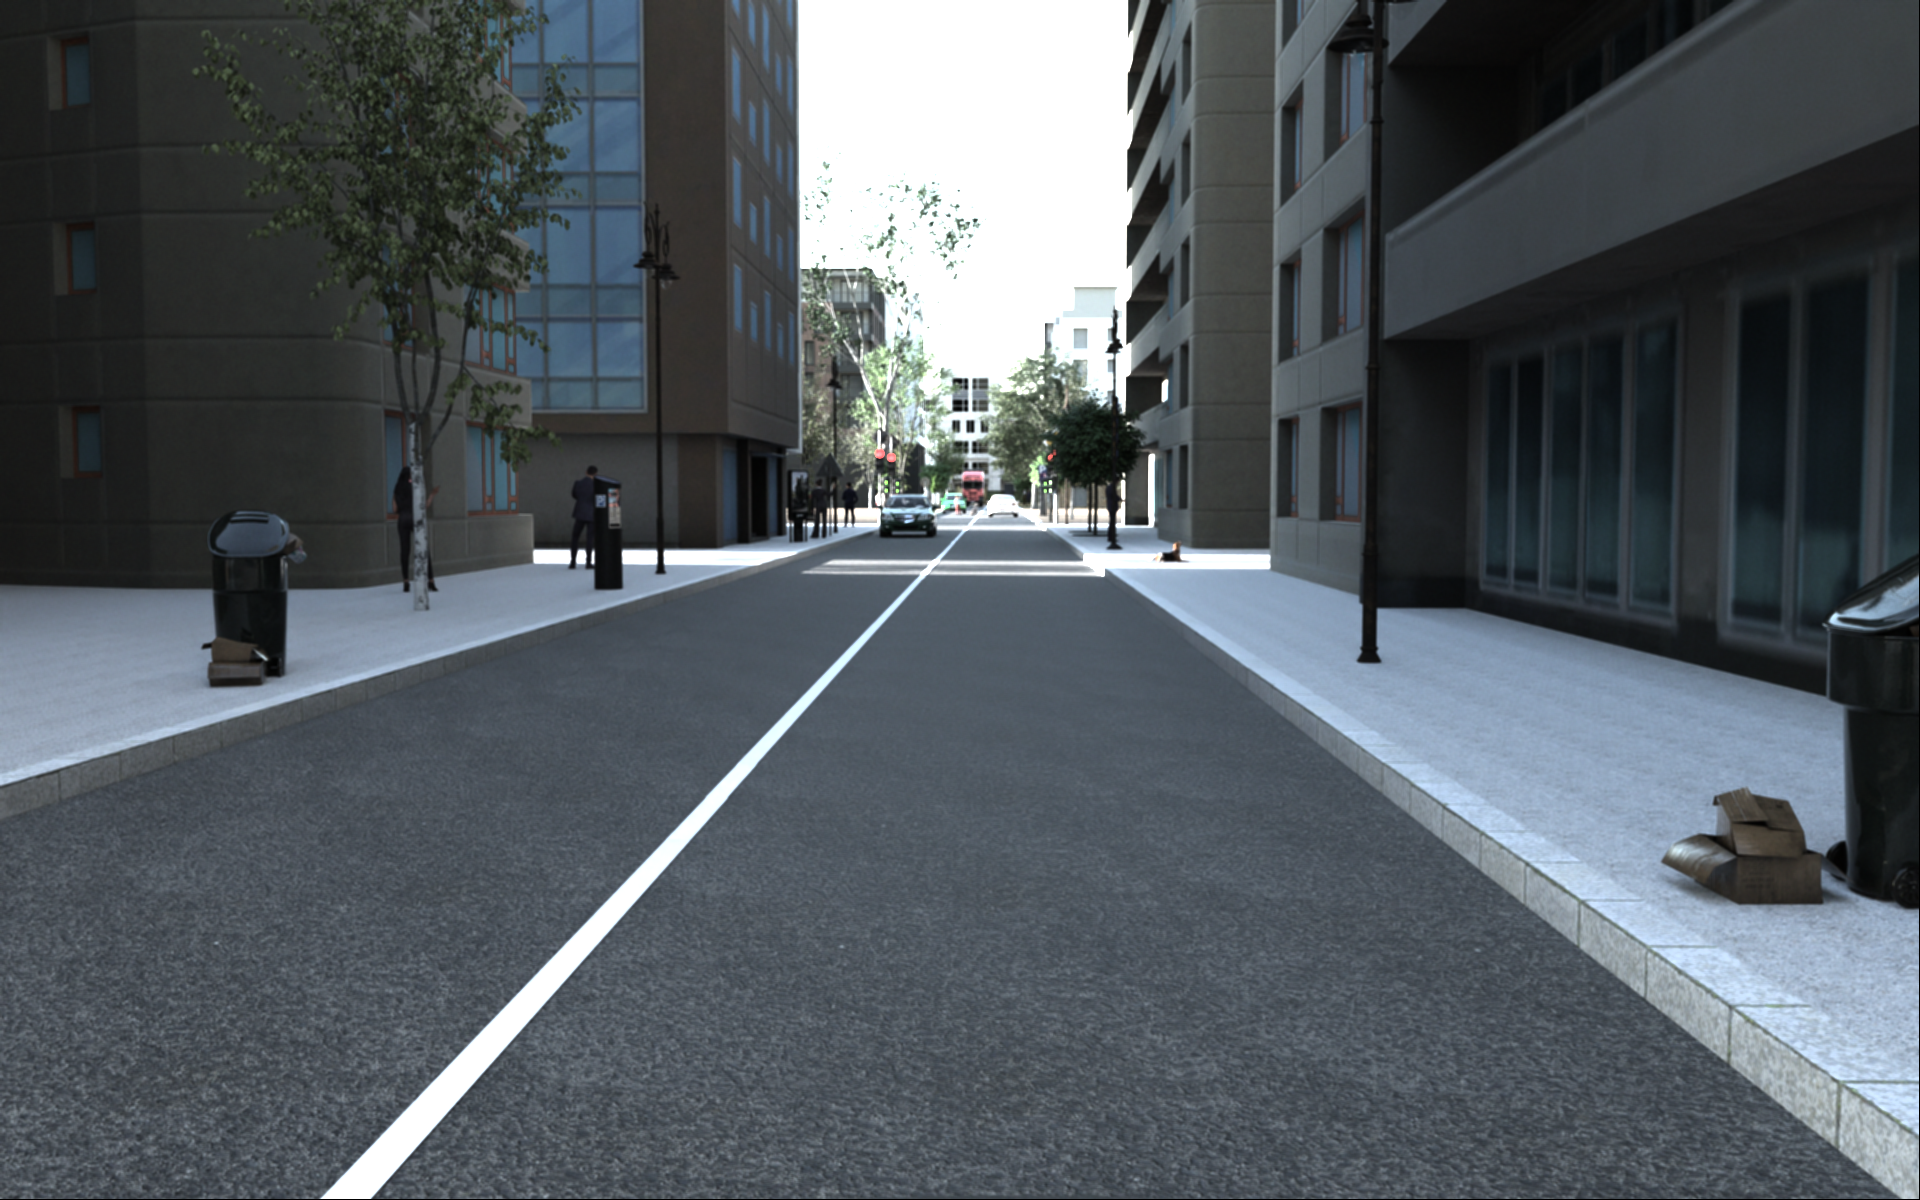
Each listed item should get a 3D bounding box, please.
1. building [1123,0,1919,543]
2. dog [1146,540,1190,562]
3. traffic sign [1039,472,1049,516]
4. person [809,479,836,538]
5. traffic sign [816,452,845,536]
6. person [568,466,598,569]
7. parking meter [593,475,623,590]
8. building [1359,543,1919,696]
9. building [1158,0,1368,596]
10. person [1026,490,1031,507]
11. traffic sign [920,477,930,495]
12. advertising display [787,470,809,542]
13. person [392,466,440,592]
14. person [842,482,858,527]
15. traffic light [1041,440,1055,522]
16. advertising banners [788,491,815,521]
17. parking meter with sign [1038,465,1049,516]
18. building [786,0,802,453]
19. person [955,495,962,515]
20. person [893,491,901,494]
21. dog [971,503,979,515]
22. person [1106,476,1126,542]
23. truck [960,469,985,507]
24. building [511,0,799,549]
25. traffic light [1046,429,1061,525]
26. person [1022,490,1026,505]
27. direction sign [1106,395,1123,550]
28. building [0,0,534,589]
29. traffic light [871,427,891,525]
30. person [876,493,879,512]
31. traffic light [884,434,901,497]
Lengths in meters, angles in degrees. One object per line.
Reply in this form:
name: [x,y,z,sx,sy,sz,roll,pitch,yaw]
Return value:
building: [17.059,-26.601,58.626,21.300,48.544,21.600,0,4,1]
dog: [3.943,-0.921,32.797,0.748,0.427,0.550,3,5,44]
traffic sign: [4.952,-6.121,100.185,0.768,2.556,0.104,1,4,9]
person: [-4.009,-2.684,50.731,0.742,1.727,0.445,-3,4,-39]
traffic sign: [-3.978,-3.248,53.103,0.884,2.594,0.081,0,4,6]
person: [-6.412,-1.421,29.732,0.683,1.767,0.568,0,4,6]
parking meter: [-4.750,-0.915,23.370,0.372,1.533,0.369,0,3,0]
building: [15.106,-23.514,8.149,21.300,48.544,21.600,0,4,1]
building: [19.153,-11.563,34.092,27.650,21.520,28.899,0,4,1]
person: [6.996,-10.402,177.033,0.541,1.710,0.530,2,4,25]
traffic sign: [-2.610,-7.919,129.580,0.768,2.556,0.104,0,4,7]
advertising display: [-4.325,-2.513,46.304,0.123,1.923,0.974,2,4,23]
person: [-7.150,-0.934,22.787,0.593,1.643,0.415,-3,5,-42]
person: [-4.354,-3.752,68.091,0.576,1.737,0.504,-2,4,-26]
traffic light: [4.217,-5.616,80.746,0.839,4.253,0.868,0,4,1]
advertising banners: [-7.755,-5.183,80.934,2.074,3.025,0.090,0,4,-1]
parking meter with sign: [5.021,-6.563,103.563,0.543,3.016,1.738,1,4,8]
building: [-13.193,-23.225,63.327,14.086,41.232,14.154,0,4,1]
person: [-0.114,-6.592,120.188,0.435,1.345,0.340,-3,5,-45]
person: [-3.344,-5.225,92.399,0.541,1.710,0.530,-1,4,-14]
dog: [0.864,-6.131,117.080,0.800,0.831,0.513,1,4,13]
person: [4.196,-2.454,46.620,0.568,1.767,0.683,-1,4,-15]
truck: [1.508,-12.880,199.499,2.839,4.237,11.283,0,4,1]
building: [-12.101,-24.217,46.053,14.600,45.320,14.200,0,4,1]
traffic light: [4.040,-5.128,72.763,0.839,4.253,0.868,0,4,1]
person: [7.309,-11.724,198.462,0.721,1.736,1.217,-1,4,-18]
direction sign: [3.588,-2.944,40.134,0.379,3.537,0.876,1,4,13]
building: [-22.082,-10.548,17.500,27.650,21.520,28.899,0,4,1]
traffic light: [-3.340,-5.137,72.911,0.839,4.253,0.868,0,4,1]
person: [-5.819,-6.941,123.435,0.340,1.345,0.435,-2,4,-34]
traffic light: [-3.162,-5.625,80.894,0.839,4.253,0.868,0,4,1]
